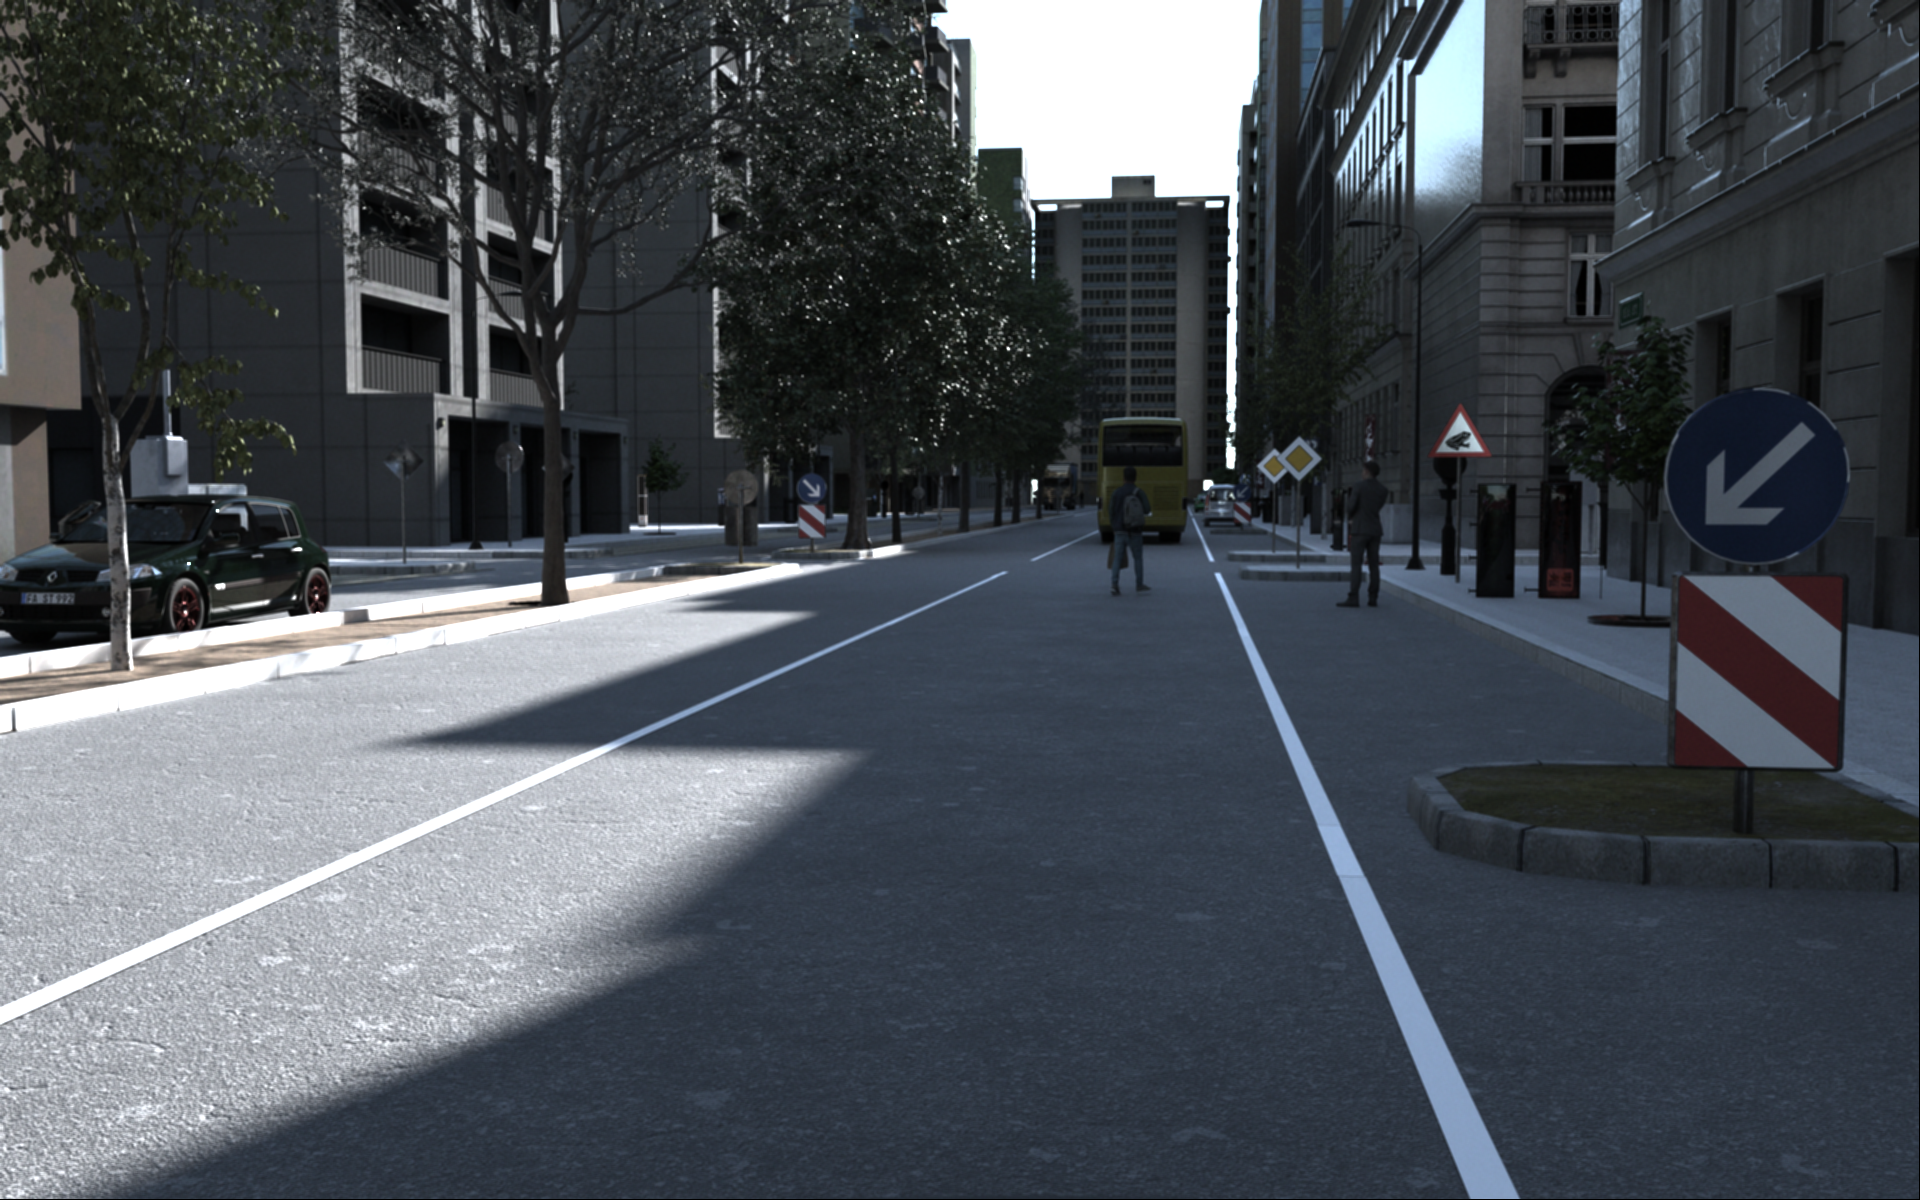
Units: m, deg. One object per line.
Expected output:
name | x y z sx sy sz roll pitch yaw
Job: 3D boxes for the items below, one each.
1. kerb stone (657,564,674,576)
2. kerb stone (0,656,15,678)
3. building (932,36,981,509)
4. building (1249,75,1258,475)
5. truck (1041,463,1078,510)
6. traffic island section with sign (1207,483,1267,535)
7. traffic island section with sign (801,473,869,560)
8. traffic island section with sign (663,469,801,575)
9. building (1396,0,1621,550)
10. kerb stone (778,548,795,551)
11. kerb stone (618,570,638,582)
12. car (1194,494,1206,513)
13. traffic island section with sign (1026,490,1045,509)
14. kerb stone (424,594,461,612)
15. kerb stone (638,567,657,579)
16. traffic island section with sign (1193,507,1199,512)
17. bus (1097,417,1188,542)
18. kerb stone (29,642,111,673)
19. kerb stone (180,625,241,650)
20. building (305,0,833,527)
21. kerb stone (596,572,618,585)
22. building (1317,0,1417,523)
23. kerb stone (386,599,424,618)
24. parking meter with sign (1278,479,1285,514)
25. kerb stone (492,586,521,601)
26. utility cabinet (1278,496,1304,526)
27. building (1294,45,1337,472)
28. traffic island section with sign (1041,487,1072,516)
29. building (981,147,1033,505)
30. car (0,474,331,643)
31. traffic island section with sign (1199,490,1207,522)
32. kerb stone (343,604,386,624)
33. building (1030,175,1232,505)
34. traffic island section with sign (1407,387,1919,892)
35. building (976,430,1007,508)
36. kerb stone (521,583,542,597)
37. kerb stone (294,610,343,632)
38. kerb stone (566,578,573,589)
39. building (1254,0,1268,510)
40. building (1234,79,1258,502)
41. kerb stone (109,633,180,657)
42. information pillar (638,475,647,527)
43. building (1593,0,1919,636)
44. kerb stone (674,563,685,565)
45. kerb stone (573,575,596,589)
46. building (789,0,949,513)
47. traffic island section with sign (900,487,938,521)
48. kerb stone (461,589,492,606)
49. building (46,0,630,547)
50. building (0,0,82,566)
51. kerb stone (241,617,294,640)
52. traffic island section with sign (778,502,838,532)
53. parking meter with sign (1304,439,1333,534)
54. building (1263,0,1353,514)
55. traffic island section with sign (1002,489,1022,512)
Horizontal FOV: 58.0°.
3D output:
kerb stone | -5.304 -0.512 30.564 0.120 0.150 1.000 0 4 7
kerb stone | -7.519 0.548 13.267 0.120 0.150 1.000 0 4 7
building | -6.253 -28.631 151.708 14.154 41.232 14.086 0 4 7
building | 39.956 -33.506 167.425 23.786 49.044 30.456 0 4 7
truck | 9.076 -10.261 156.675 2.839 4.237 11.283 0 4 7
traffic island section with sign | 9.999 -3.276 62.190 1.989 1.847 2.006 0 4 7
traffic island section with sign | -3.174 -1.871 38.732 2.006 1.907 1.989 0 4 7
traffic island section with sign | -4.126 -1.422 31.386 2.006 1.907 1.989 0 4 7
building | 24.011 -12.331 43.418 24.055 21.916 13.314 0 4 7
kerb stone | -4.052 -1.102 40.238 0.120 0.150 1.000 0 4 7
kerb stone | -5.557 -0.388 28.533 0.120 0.150 1.000 0 4 7
car | 18.981 -7.626 133.488 1.959 1.807 4.718 0 4 8
traffic island section with sign | 7.458 -9.716 167.485 1.989 1.847 2.006 0 4 7
kerb stone | -6.472 0.048 21.411 0.120 0.150 1.000 0 4 7
kerb stone | -5.427 -0.445 29.547 0.120 0.150 1.000 0 4 7
traffic island section with sign | 23.359 -9.646 166.334 1.989 1.847 2.006 0 4 7
bus | 5.666 -3.845 54.414 2.896 3.916 12.252 0 4 5
kerb stone | -7.385 0.484 14.280 0.120 0.150 1.000 0 4 7
kerb stone | -7.125 0.361 16.322 0.120 0.150 1.000 0 4 7
building | -17.264 -39.517 84.362 20.563 71.187 20.611 0 4 7
kerb stone | -5.689 -0.326 27.520 0.120 0.150 1.000 0 4 7
building | 23.932 -14.557 71.288 16.112 22.955 30.059 0 4 7
kerb stone | -6.613 0.111 20.399 0.120 0.150 1.000 0 4 7
parking meter with sign | 15.159 -5.232 81.802 0.543 3.016 1.738 1 4 13
kerb stone | -6.218 -0.076 23.443 0.120 0.150 1.000 0 4 7
utility cabinet | 13.458 -3.624 70.417 1.020 1.237 0.306 -1 4 -20
building | 26.884 -18.651 98.455 14.314 27.812 24.014 0 4 7
traffic island section with sign | 6.378 -6.430 113.263 2.006 1.907 1.989 0 4 7
building | 1.249 -32.061 207.785 14.086 41.232 14.154 0 4 7
car | -8.080 -0.491 17.821 2.009 1.686 4.222 0 4 7
traffic island section with sign | 13.532 -4.956 89.658 1.989 1.847 2.006 0 4 7
kerb stone | -6.735 0.172 19.384 0.120 0.150 1.000 0 4 7
building | 21.206 -31.916 213.715 23.993 40.220 32.217 0 4 7
traffic island section with sign | 2.959 0.085 7.244 1.989 1.847 2.006 0 4 7
building | -10.985 -20.273 176.500 28.899 21.520 27.650 0 4 7
kerb stone | -6.089 -0.137 24.461 0.120 0.150 1.000 0 4 7
kerb stone | -6.869 0.236 18.362 0.120 0.150 1.000 0 4 7
kerb stone | -5.960 -0.200 25.475 0.120 0.150 1.000 0 4 7
building | 32.042 -28.293 146.177 14.154 41.232 14.086 0 4 7
building | 43.493 -35.561 205.127 21.600 48.544 21.300 0 4 7
kerb stone | -7.257 0.422 15.303 0.120 0.150 1.000 0 4 7
information pillar | -12.312 -3.834 67.178 0.304 2.012 0.304 0 4 3
building | 15.167 -13.910 3.850 17.030 29.872 44.131 0 4 7
kerb stone | -5.172 -0.575 31.591 0.120 0.150 1.000 0 4 7
kerb stone | -5.828 -0.263 26.498 0.120 0.150 1.000 0 4 7
building | -12.786 -29.089 130.226 22.147 44.769 28.867 0 4 7
traffic island section with sign | -2.213 -5.100 92.016 1.989 1.847 2.006 0 4 7
kerb stone | -6.346 -0.012 22.429 0.120 0.150 1.000 0 4 7
building | -21.500 -37.497 51.322 20.563 71.187 20.611 0 4 7
building | -22.724 -22.748 22.040 14.200 45.320 14.600 0 4 7
kerb stone | -7.003 0.304 17.342 0.120 0.150 1.000 0 4 7
traffic island section with sign | -5.677 -3.456 65.140 1.989 1.847 2.006 0 4 7
parking meter with sign | 11.668 -3.633 55.658 0.543 3.016 1.738 3 4 37
building | 28.154 -28.611 117.898 14.600 45.320 14.200 0 4 7
traffic island section with sign | 4.037 -8.081 140.747 1.989 1.847 2.006 0 4 7
